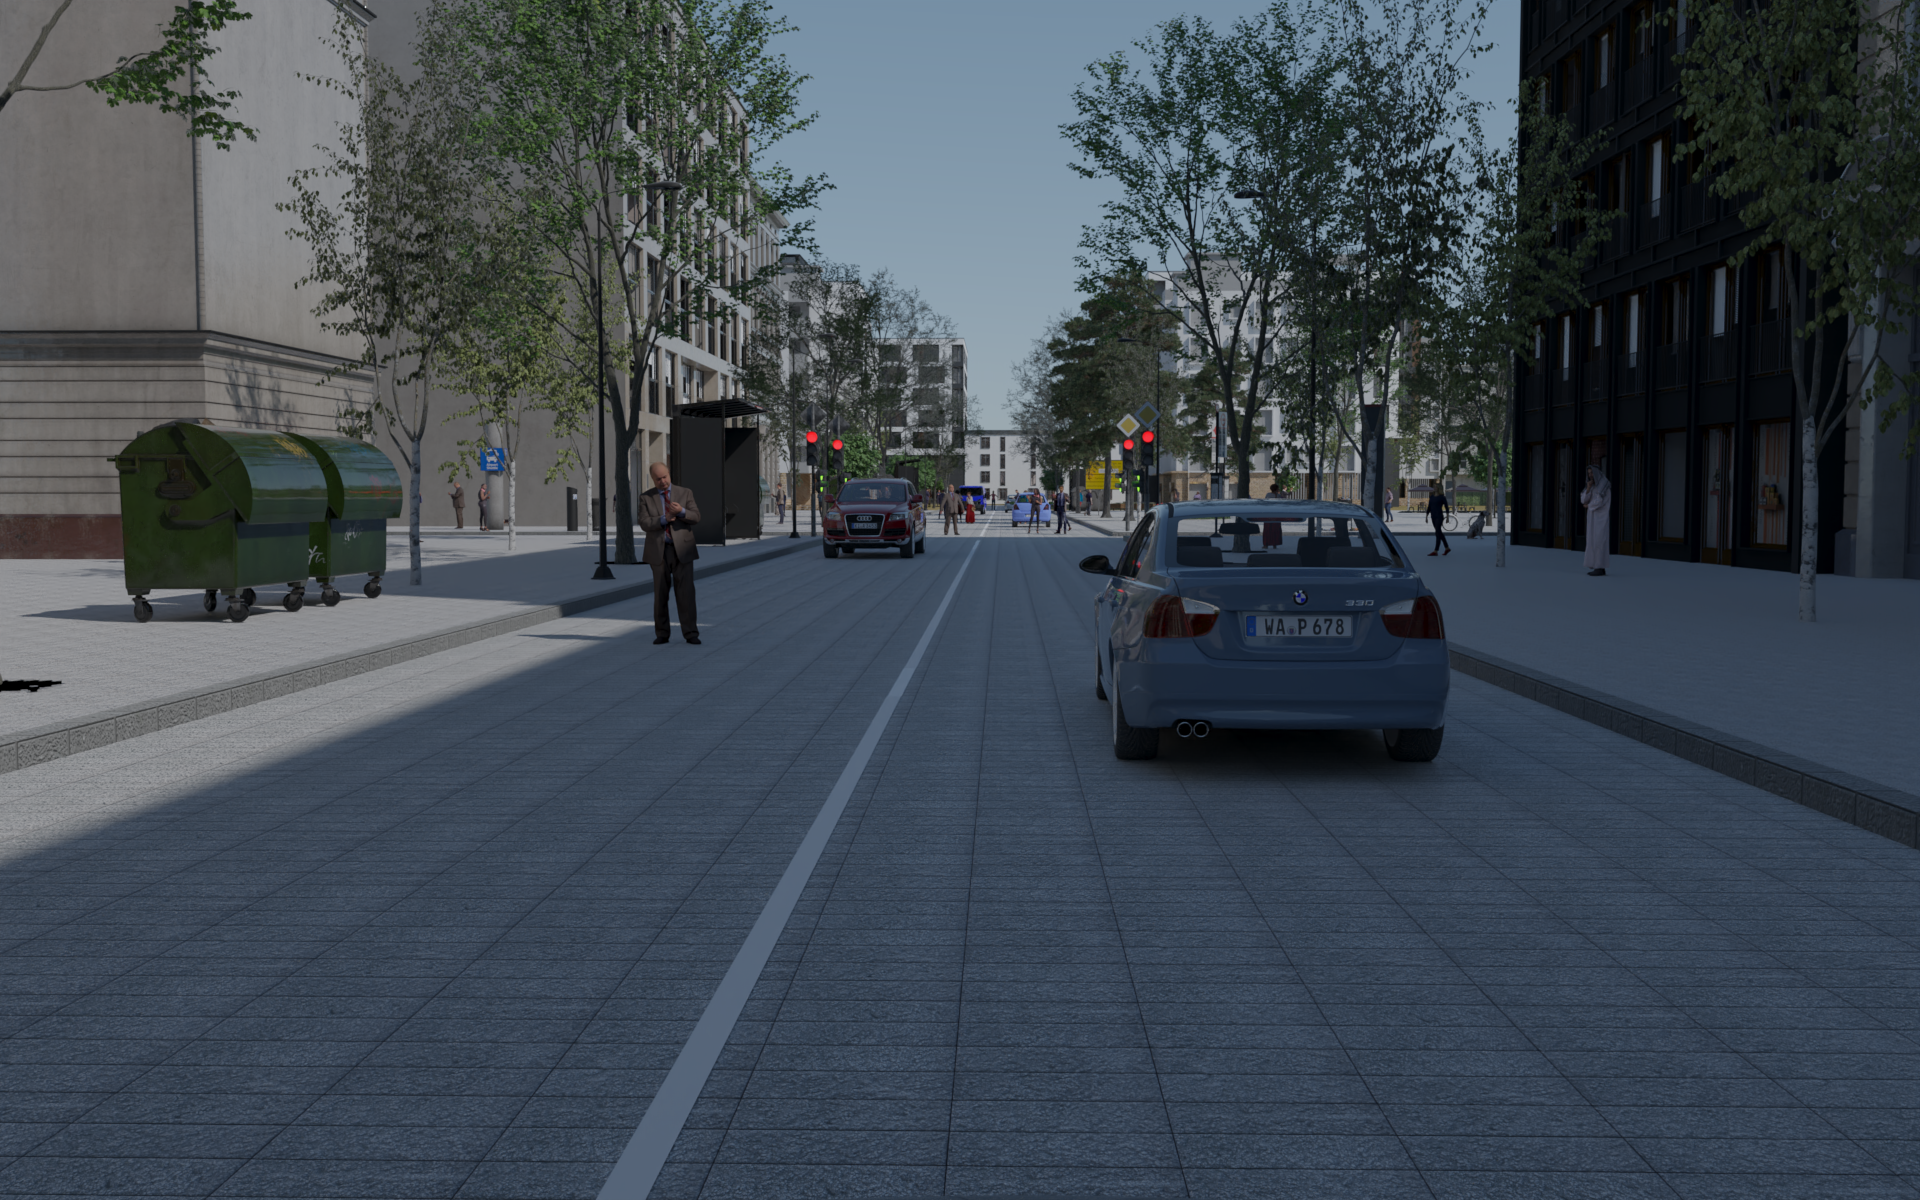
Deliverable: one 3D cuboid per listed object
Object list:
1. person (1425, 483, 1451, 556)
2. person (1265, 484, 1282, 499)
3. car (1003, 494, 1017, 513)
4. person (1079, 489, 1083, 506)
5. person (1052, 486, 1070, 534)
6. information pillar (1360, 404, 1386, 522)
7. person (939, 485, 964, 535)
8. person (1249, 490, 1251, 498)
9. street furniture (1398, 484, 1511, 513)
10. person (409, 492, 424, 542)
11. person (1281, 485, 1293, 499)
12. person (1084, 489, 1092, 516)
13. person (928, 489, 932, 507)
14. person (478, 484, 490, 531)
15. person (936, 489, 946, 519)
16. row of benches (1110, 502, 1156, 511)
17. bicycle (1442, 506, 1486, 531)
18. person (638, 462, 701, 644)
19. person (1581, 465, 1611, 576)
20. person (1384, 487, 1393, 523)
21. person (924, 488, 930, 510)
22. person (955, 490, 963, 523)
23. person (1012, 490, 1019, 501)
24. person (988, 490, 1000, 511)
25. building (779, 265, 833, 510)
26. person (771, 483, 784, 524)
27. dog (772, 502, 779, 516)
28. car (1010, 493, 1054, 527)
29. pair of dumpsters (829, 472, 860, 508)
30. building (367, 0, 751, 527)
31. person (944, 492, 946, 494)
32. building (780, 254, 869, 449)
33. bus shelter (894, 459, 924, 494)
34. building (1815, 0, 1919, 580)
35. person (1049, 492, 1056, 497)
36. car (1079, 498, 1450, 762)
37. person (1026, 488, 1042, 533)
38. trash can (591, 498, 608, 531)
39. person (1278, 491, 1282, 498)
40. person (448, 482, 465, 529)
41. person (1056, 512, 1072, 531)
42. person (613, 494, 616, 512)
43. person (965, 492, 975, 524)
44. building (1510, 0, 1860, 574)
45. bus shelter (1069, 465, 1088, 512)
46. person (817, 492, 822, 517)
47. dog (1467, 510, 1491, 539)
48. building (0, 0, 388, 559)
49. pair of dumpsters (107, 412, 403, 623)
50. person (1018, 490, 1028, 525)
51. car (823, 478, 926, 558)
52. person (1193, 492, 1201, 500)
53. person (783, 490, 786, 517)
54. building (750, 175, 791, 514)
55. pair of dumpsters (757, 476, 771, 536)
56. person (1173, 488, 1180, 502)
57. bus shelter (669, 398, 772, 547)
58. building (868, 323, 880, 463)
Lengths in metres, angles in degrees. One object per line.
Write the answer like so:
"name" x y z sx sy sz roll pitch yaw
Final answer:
"person" 9.962 -1.676 35.992 0.480 1.512 0.613 3 4 39
"person" 7.317 -1.964 40.624 0.523 1.526 0.387 2 4 29
"car" 4.291 -7.376 132.598 2.014 1.417 4.499 0 4 1
"person" 8.443 -6.988 122.006 0.593 1.614 0.444 -2 4 -33
"person" 3.618 -3.234 62.190 0.655 1.722 0.431 2 4 32
"information pillar" 11.941 -3.713 50.080 0.750 3.857 0.750 1 4 18
"person" -0.262 -3.139 60.376 0.990 1.755 0.434 -2 4 -24
"person" 11.977 -3.914 72.575 0.613 1.512 0.480 2 4 35
"street furniture" 43.770 -7.061 120.474 27.439 1.986 14.083 0 4 3
"person" -14.351 -2.301 45.725 0.319 1.574 0.516 0 4 4
"person" 15.669 -4.649 82.857 0.742 1.727 0.445 3 5 44
"person" 7.427 -5.652 100.665 0.471 1.553 0.569 0 4 -3
"person" -3.047 -9.831 167.299 0.721 1.766 1.217 2 4 31
"person" -16.335 -3.186 59.604 0.593 1.643 0.415 2 4 26
"person" -0.983 -5.541 100.019 0.541 1.710 0.530 2 4 29
"row of benches" 13.316 -7.158 132.493 4.104 0.672 1.422 3 4 38
"bicycle" 17.348 -2.835 59.567 1.543 0.972 0.635 0 4 2
"person" -2.753 -0.447 16.499 0.565 1.739 0.600 -2 4 -34
"person" 10.014 -1.259 27.299 0.621 1.740 0.551 -2 4 -33
"person" 19.295 -4.288 78.104 0.435 1.587 0.963 -1 4 -12
"person" -2.593 -7.981 136.982 0.683 1.767 0.568 3 5 40
"person" -0.111 -4.732 87.322 0.517 1.644 0.566 3 4 36
"person" 4.140 -7.281 127.989 0.568 1.767 0.683 0 4 -1
"person" 2.905 -8.563 149.225 1.217 1.743 0.721 1 4 18
"building" -18.214 -17.431 141.420 16.016 20.091 11.380 0 4 1
"person" -7.810 -4.103 73.661 0.750 1.759 0.617 1 4 11
"dog" -11.052 -5.467 103.757 0.513 0.831 0.800 2 4 31
"car" 3.126 -4.040 75.650 1.945 1.707 3.694 0 4 3
"pair of dumpsters" -4.897 -4.346 73.543 1.574 2.255 4.436 0 4 2
"building" -22.296 -17.136 84.689 19.350 26.468 34.151 0 4 1
"person" -1.914 -11.948 201.386 1.348 1.824 0.705 3 4 38
"building" -23.729 -19.583 164.157 27.936 21.610 32.646 0 4 1
"bus shelter" -3.439 -7.744 117.891 1.731 3.624 6.357 0 4 1
"building" 19.802 -14.114 16.673 13.634 28.700 20.117 0 4 1
"person" 11.567 -12.573 214.791 1.217 1.743 0.721 1 4 10
"car" 1.747 0.086 10.591 2.014 1.417 4.499 0 4 2
"person" 2.714 -3.254 63.171 0.593 1.643 0.415 -2 4 -33
"trash can" -12.546 -2.952 59.915 0.748 1.137 0.748 0 3 0
"person" 21.628 -6.667 117.418 0.453 1.535 0.546 2 4 26
"person" -18.707 -3.527 64.390 0.565 1.739 0.600 3 5 44
"person" 4.020 -3.430 67.128 0.613 1.512 0.480 -2 4 -31
"person" -11.557 -3.123 59.310 0.569 1.553 0.471 3 5 39
"person" 0.481 -4.416 83.165 0.523 1.526 0.387 -3 4 -38
"building" 19.775 -12.545 34.784 12.332 23.373 15.834 0 4 1
"bus shelter" 8.767 -8.473 129.811 1.731 3.624 6.357 0 4 2
"person" -7.760 -5.438 97.174 0.499 1.552 0.429 1 4 18
"dog" 14.756 -2.156 49.625 0.513 0.831 0.800 -1 4 -16
"building" -23.574 -10.620 38.259 19.286 19.102 10.561 0 4 1
"pair of dumpsters" -7.677 -1.022 19.206 1.574 2.255 4.436 0 4 2
"person" 2.987 -4.333 81.049 0.444 1.614 0.593 -3 5 -40
"car" -1.936 -1.937 40.337 2.281 1.827 5.304 0 4 3
"person" 13.537 -5.488 99.004 0.421 1.427 0.697 1 4 21
"person" -10.099 -5.529 98.987 0.480 1.512 0.613 -3 4 -37
"building" -17.594 -17.299 111.723 11.050 23.489 19.941 0 4 1
"pair of dumpsters" -6.599 -2.960 50.882 1.574 2.255 4.436 0 4 1
"person" 13.725 -6.257 109.807 0.415 1.643 0.593 0 4 4
"bus shelter" -6.179 -3.310 45.402 1.731 3.624 6.357 0 4 1
"building" -15.060 -20.759 195.830 11.380 20.091 16.016 0 4 1
